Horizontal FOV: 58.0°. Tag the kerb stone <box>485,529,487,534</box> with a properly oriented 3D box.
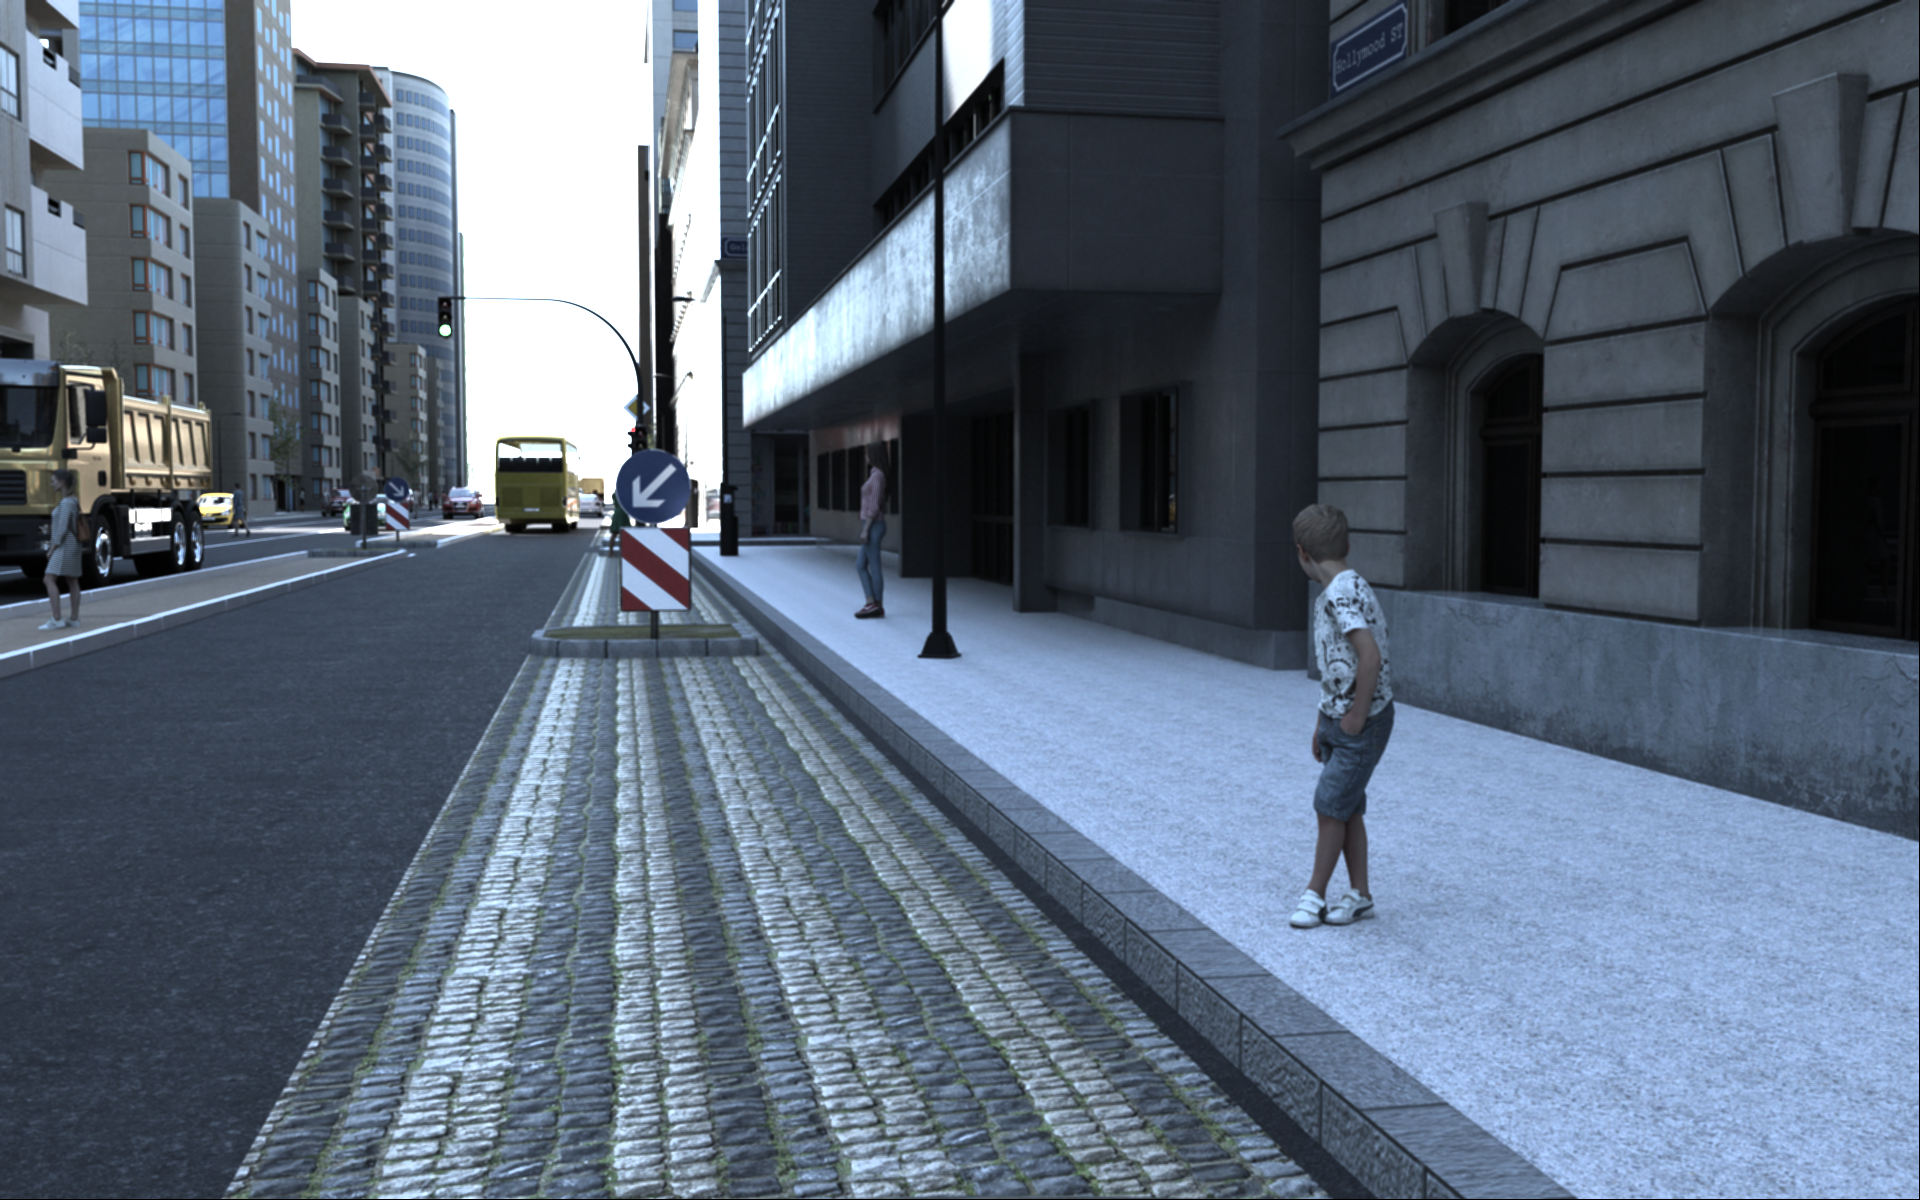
[{"bbox_3d":[-16.966,-2.399,61.464,0.120,0.150,1.000,-1,4,-11],"label":"kerb stone"}]

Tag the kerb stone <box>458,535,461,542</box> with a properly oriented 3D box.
[{"bbox_3d":[-14.982,-1.787,51.410,0.120,0.150,1.000,-1,4,-11],"label":"kerb stone"}]

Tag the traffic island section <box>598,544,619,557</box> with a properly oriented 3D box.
[{"bbox_3d":[-7.488,-1.134,40.825,2.009,0.180,2.903,-1,4,-11],"label":"traffic island section"}]

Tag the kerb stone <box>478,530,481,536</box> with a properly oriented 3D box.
[{"bbox_3d":[-16.364,-2.217,58.442,0.120,0.150,1.000,-1,4,-11],"label":"kerb stone"}]

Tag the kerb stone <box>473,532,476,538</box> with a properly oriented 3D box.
[{"bbox_3d":[-15.974,-2.091,56.436,0.120,0.150,1.000,-1,4,-11],"label":"kerb stone"}]

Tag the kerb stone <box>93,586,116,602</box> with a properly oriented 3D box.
[{"bbox_3d":[-11.578,-0.066,23.270,0.120,0.150,1.000,-1,4,-11],"label":"kerb stone"}]

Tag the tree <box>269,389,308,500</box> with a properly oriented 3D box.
[{"bbox_3d":[-45.199,-10.000,113.854,4.737,8.622,4.395,0,3,0],"label":"tree"}]

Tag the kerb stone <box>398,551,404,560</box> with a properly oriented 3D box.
[{"bbox_3d":[-12.304,-0.946,37.780,0.120,0.150,1.000,-1,4,-11],"label":"kerb stone"}]

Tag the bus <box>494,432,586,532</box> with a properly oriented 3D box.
[{"bbox_3d":[-16.361,-4.661,67.752,2.896,3.916,12.252,-1,4,-10],"label":"bus"}]

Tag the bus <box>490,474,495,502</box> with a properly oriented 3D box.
[{"bbox_3d":[-37.872,-9.494,146.774,2.896,3.916,12.252,-1,4,-11],"label":"bus"}]

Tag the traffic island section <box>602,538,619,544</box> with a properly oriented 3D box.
[{"bbox_3d":[-9.030,-1.613,48.660,2.009,0.180,2.903,-1,4,-11],"label":"traffic island section"}]

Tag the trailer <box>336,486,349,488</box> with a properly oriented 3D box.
[{"bbox_3d":[-46.250,-7.534,130.221,1.471,1.999,3.904,-1,4,-11],"label":"trailer"}]

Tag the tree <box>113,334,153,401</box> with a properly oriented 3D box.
[{"bbox_3d":[-39.397,-7.921,79.873,4.360,8.622,3.978,0,3,0],"label":"tree"}]

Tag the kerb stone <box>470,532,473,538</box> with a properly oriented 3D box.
[{"bbox_3d":[-15.771,-2.033,55.434,0.120,0.150,1.000,-1,4,-11],"label":"kerb stone"}]

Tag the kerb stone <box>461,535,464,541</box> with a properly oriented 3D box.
[{"bbox_3d":[-15.185,-1.848,52.412,0.120,0.150,1.000,-1,4,-11],"label":"kerb stone"}]

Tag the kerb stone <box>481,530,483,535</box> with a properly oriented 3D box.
[{"bbox_3d":[-16.564,-2.275,59.447,0.120,0.150,1.000,-1,4,-11],"label":"kerb stone"}]

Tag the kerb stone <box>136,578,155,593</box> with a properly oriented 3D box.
[{"bbox_3d":[-11.990,-0.190,25.297,0.120,0.150,1.000,-1,4,-11],"label":"kerb stone"}]

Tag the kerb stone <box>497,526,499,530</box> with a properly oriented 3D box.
[{"bbox_3d":[-18.149,-2.771,67.496,0.120,0.150,1.000,-1,4,-11],"label":"kerb stone"}]

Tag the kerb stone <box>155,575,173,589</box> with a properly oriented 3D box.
[{"bbox_3d":[-12.186,-0.251,26.307,0.120,0.150,1.000,-1,4,-11],"label":"kerb stone"}]

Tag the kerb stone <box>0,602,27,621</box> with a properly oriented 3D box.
[{"bbox_3d":[-10.989,0.119,20.244,0.120,0.150,1.000,-1,4,-11],"label":"kerb stone"}]

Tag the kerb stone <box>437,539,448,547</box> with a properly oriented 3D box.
[{"bbox_3d":[-14.199,-1.541,47.395,0.120,0.150,1.000,-1,4,-11],"label":"kerb stone"}]

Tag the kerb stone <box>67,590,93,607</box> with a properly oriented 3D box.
[{"bbox_3d":[-11.388,-0.004,22.253,0.120,0.150,1.000,-1,4,-11],"label":"kerb stone"}]

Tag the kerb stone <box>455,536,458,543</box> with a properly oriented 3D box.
[{"bbox_3d":[-14.784,-1.725,50.408,0.120,0.150,1.000,-1,4,-11],"label":"kerb stone"}]

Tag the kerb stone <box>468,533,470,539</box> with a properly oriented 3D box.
[{"bbox_3d":[-15.576,-1.971,54.421,0.120,0.150,1.000,-1,4,-11],"label":"kerb stone"}]

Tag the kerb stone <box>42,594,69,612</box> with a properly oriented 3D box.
[{"bbox_3d":[-11.184,0.065,21.252,0.120,0.150,1.000,-1,4,-11],"label":"kerb stone"}]

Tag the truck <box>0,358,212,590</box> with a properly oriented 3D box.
[{"bbox_3d":[-14.449,-1.947,27.762,3.469,3.379,9.791,-1,4,-11],"label":"truck"}]

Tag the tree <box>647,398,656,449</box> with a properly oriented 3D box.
[{"bbox_3d":[-21.085,-10.735,125.875,4.737,8.622,4.395,0,3,0],"label":"tree"}]

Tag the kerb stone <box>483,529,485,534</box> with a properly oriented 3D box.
[{"bbox_3d":[-16.768,-2.340,60.449,0.120,0.150,1.000,-1,4,-11],"label":"kerb stone"}]

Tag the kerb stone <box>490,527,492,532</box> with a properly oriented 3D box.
[{"bbox_3d":[-17.357,-2.524,63.478,0.120,0.150,1.000,-1,4,-11],"label":"kerb stone"}]

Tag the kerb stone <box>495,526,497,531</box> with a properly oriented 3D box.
[{"bbox_3d":[-17.951,-2.709,66.493,0.120,0.150,1.000,-1,4,-11],"label":"kerb stone"}]

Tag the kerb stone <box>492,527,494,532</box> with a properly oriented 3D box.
[{"bbox_3d":[-17.552,-2.580,64.486,0.120,0.150,1.000,-1,4,-11],"label":"kerb stone"}]

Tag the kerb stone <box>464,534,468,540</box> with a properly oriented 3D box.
[{"bbox_3d":[-15.372,-1.910,53.419,0.120,0.150,1.000,-1,4,-11],"label":"kerb stone"}]

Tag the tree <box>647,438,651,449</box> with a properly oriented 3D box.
[{"bbox_3d":[-36.549,-15.538,204.410,4.360,8.622,3.978,0,3,0],"label":"tree"}]

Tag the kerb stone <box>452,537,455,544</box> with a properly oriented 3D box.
[{"bbox_3d":[-14.595,-1.661,49.403,0.120,0.150,1.000,-1,4,-11],"label":"kerb stone"}]

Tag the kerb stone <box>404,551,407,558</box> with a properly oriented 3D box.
[{"bbox_3d":[-12.499,-1.015,38.783,0.120,0.150,1.000,-1,4,-11],"label":"kerb stone"}]

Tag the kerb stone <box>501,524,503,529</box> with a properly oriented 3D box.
[{"bbox_3d":[-18.544,-2.894,69.510,0.120,0.150,1.000,-1,4,-11],"label":"kerb stone"}]

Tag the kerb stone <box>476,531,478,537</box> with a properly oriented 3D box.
[{"bbox_3d":[-16.168,-2.155,57.439,0.120,0.150,1.000,-1,4,-11],"label":"kerb stone"}]

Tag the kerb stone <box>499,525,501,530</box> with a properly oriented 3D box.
[{"bbox_3d":[-18.350,-2.830,68.507,0.120,0.150,1.000,-1,4,-11],"label":"kerb stone"}]

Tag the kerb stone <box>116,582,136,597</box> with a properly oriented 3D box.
[{"bbox_3d":[-11.784,-0.125,24.279,0.120,0.150,1.000,-1,4,-11],"label":"kerb stone"}]

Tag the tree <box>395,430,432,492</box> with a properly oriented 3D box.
[{"bbox_3d":[-61.411,-14.879,193.631,4.360,8.622,3.978,0,3,0],"label":"tree"}]

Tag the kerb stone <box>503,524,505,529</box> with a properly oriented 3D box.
[{"bbox_3d":[-18.739,-2.955,70.513,0.120,0.150,1.000,-1,4,-11],"label":"kerb stone"}]

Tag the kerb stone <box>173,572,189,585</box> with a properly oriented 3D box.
[{"bbox_3d":[-12.382,-0.313,27.316,0.120,0.150,1.000,-1,4,-11],"label":"kerb stone"}]

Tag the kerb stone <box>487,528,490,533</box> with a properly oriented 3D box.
[{"bbox_3d":[-17.158,-2.462,62.476,0.120,0.150,1.000,-1,4,-11],"label":"kerb stone"}]

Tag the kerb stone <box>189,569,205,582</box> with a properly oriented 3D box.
[{"bbox_3d":[-12.579,-0.375,28.324,0.120,0.150,1.000,-1,4,-11],"label":"kerb stone"}]

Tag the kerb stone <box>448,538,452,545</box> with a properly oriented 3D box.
[{"bbox_3d":[-14.391,-1.597,48.401,0.120,0.150,1.000,-1,4,-11],"label":"kerb stone"}]

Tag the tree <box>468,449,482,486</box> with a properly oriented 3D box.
[{"bbox_3d":[-77.220,-19.723,272.828,4.737,8.622,4.395,0,3,0],"label":"tree"}]
